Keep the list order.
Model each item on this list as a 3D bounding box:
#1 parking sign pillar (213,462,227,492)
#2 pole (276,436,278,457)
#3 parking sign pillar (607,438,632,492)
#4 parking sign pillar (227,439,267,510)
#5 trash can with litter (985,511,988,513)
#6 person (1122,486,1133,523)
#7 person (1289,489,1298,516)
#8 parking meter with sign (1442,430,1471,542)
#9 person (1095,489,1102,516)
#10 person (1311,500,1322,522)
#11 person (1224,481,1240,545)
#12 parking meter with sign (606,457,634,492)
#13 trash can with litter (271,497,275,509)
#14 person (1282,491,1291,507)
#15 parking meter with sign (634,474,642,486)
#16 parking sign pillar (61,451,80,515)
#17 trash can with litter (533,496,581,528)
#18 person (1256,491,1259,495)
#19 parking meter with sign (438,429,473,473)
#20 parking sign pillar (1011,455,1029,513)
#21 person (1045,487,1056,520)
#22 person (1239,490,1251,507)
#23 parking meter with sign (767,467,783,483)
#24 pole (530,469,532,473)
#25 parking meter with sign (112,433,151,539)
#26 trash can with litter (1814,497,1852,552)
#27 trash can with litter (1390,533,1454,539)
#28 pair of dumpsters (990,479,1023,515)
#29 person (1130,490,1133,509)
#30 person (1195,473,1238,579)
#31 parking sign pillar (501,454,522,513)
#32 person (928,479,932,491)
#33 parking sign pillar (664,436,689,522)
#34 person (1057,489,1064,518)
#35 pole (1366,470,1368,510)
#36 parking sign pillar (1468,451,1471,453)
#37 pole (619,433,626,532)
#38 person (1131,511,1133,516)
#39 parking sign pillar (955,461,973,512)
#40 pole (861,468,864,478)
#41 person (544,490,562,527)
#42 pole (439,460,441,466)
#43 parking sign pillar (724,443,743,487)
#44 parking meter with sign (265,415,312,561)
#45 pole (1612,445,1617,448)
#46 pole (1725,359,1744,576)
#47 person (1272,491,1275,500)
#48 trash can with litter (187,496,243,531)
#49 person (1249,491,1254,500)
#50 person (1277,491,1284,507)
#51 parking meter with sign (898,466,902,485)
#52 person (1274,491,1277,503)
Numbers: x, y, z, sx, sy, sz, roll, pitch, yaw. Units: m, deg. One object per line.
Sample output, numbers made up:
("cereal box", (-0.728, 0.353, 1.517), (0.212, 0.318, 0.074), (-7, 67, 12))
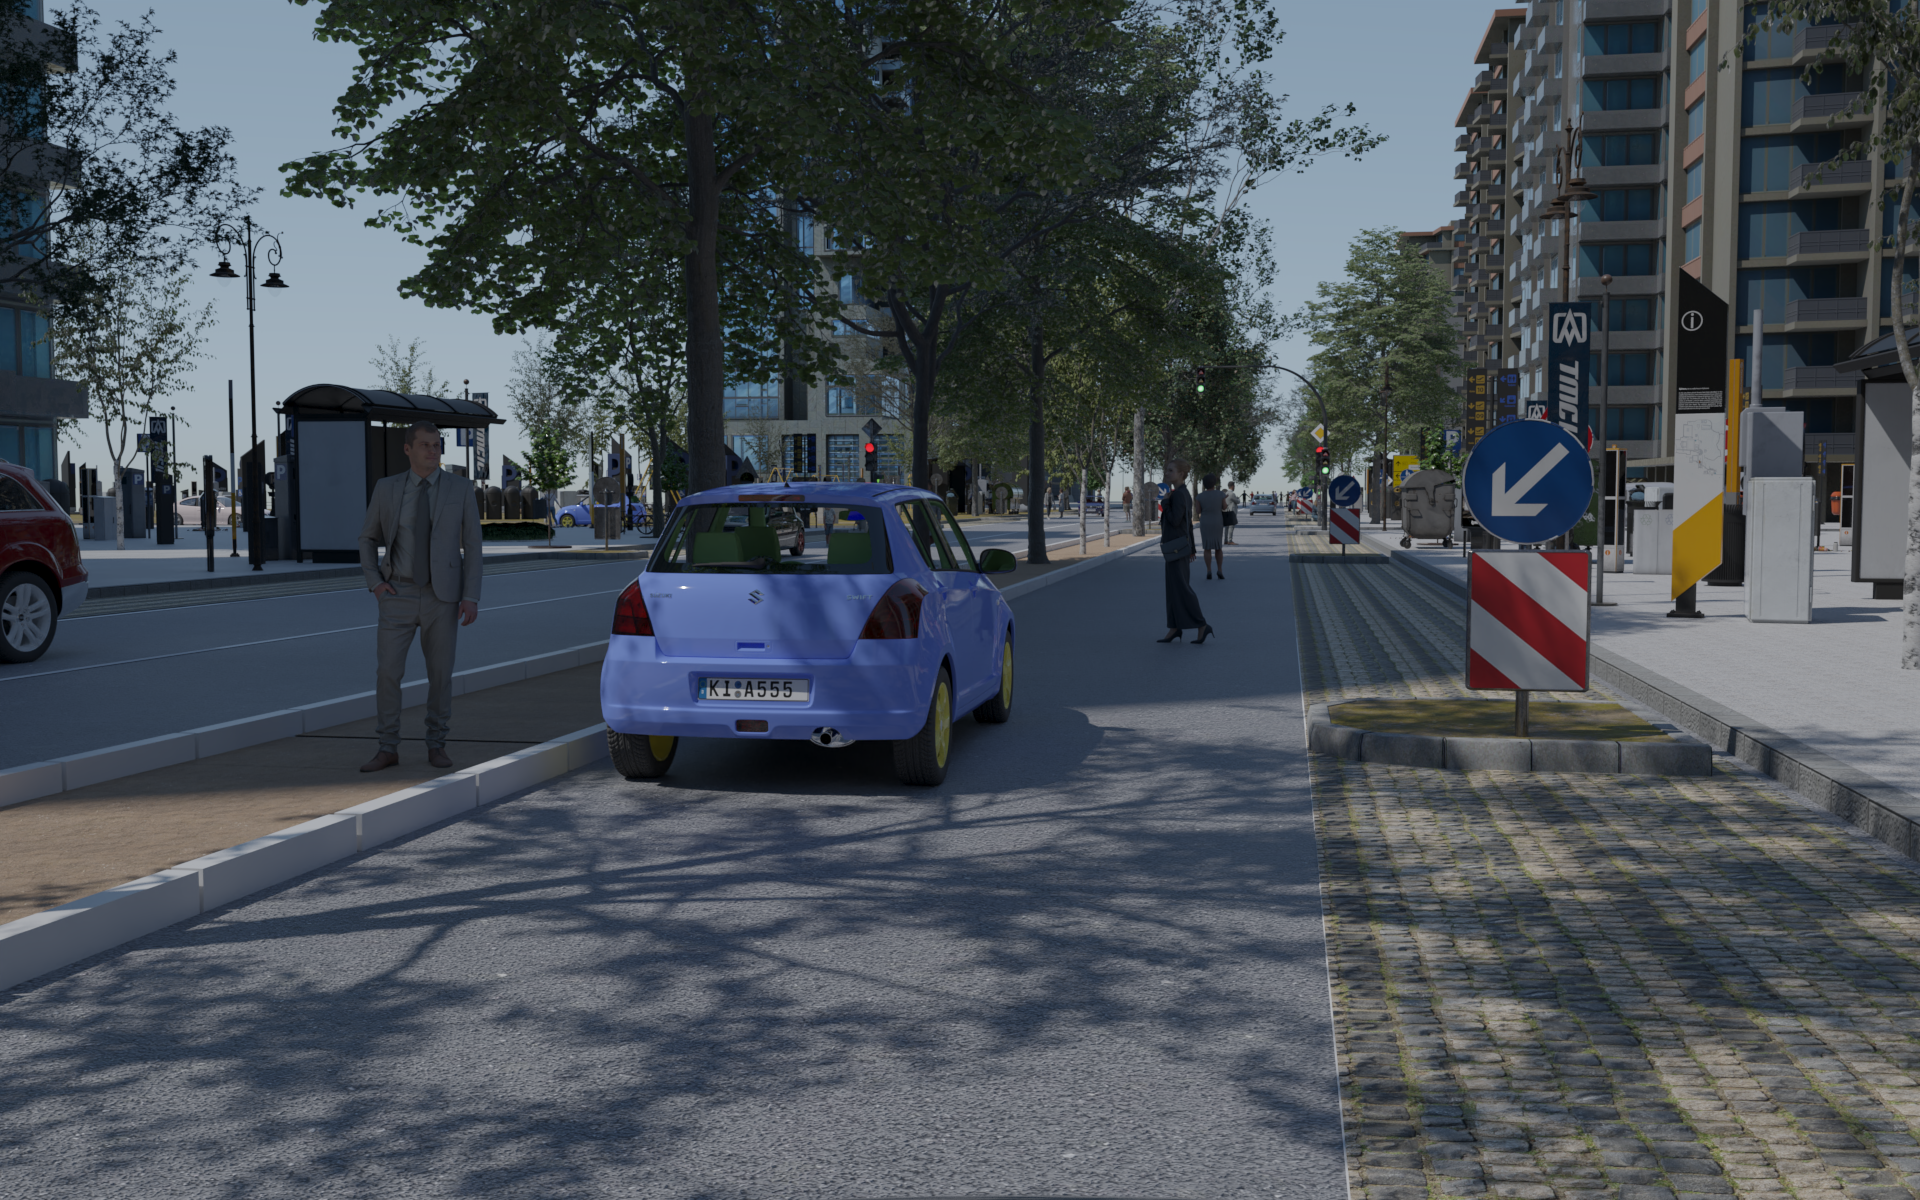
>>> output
("parking sign pillar", (-56.616, -8.793, 132.244), (1.447, 3.967, 1.447), (-2, 4, -29))
("pole", (-23.896, -4.095, 60.790), (0.158, 3.312, 0.155), (0, 3, 0))
("parking sign pillar", (-16.309, -5.783, 83.027), (1.447, 3.967, 1.447), (3, 4, 37))
("parking sign pillar", (-34.807, -5.911, 85.113), (1.447, 3.967, 1.447), (2, 4, 34))
("trash can with litter", (2.082, -6.531, 117.836), (1.678, 1.210, 2.233), (-1, 4, -15))
("person", (8.441, -4.824, 87.352), (0.573, 1.828, 0.580), (0, 4, 4))
("person", (22.217, -6.490, 115.203), (0.643, 1.750, 0.593), (-3, 5, -43))
("parking meter with sign", (13.549, -3.059, 46.272), (0.543, 3.016, 1.738), (-1, 4, -15))
("person", (9.192, -6.474, 114.898), (0.519, 1.759, 0.362), (-3, 5, -42))
("person", (18.458, -4.594, 89.114), (0.738, 1.151, 1.012), (2, 4, 24))
("person", (7.717, -2.462, 48.932), (0.466, 1.800, 0.511), (-2, 4, -29))
("parking meter with sign", (-16.393, -5.217, 81.562), (1.738, 3.016, 0.543), (1, 4, 17))
("trash can with litter", (-26.808, -3.379, 66.299), (2.233, 1.210, 1.678), (-3, 5, -40))
("person", (32.211, -9.848, 170.233), (1.217, 1.735, 0.721), (0, 4, 1))
("parking meter with sign", (-27.939, -9.273, 147.867), (0.543, 3.016, 1.738), (2, 4, 35))
("parking sign pillar", (-55.667, -7.319, 108.143), (1.447, 3.967, 1.447), (-3, 5, -45))
("trash can with litter", (-15.556, -3.344, 65.731), (2.233, 1.210, 1.678), (-1, 4, -9))
("person", (30.560, -10.288, 177.433), (1.217, 1.743, 0.721), (-1, 4, -15))
("parking meter with sign", (-12.924, -2.956, 44.599), (0.543, 3.016, 1.738), (-2, 4, -33))
("parking sign pillar", (4.251, -8.051, 120.101), (1.447, 3.967, 1.447), (3, 4, 37))
("person", (5.067, -5.410, 97.130), (0.709, 1.800, 0.728), (-1, 4, -14))
("person", (30.459, -10.844, 185.424), (1.348, 1.869, 0.705), (-1, 4, -8))
("parking meter with sign", (-12.307, -7.178, 113.614), (0.543, 3.016, 1.738), (-3, 5, -42))
("pole", (-25.958, -6.778, 104.664), (0.158, 3.312, 0.155), (0, 3, 0))
("parking meter with sign", (-24.045, -3.309, 50.355), (1.738, 3.016, 0.543), (3, 4, 36))
("trash can with litter", (19.314, -1.731, 39.359), (1.678, 1.210, 2.233), (0, 4, 0))
("trash can with litter", (13.616, -2.359, 49.620), (2.233, 1.210, 1.678), (3, 5, 41))
("pair of dumpsters", (2.905, -6.493, 108.646), (1.574, 2.255, 4.437), (1, 4, 10))
("person", (15.780, -9.314, 160.654), (0.709, 1.838, 0.599), (0, 4, -1))
("person", (4.317, -1.240, 29.136), (0.716, 1.782, 0.532), (0, 4, 8))
("parking sign pillar", (-30.247, -7.851, 116.839), (1.447, 3.967, 1.447), (1, 4, 11))
("person", (-0.680, -1.552, 34.621), (0.466, 1.731, 0.760), (-3, 5, -45))
("parking sign pillar", (-12.894, -5.569, 79.532), (1.447, 3.967, 1.447), (-3, 5, -39))
("person", (6.070, -5.872, 105.077), (0.524, 1.755, 0.480), (2, 4, 26))
("pole", (32.728, -8.878, 138.998), (0.158, 3.312, 0.155), (0, 3, 0))
("parking sign pillar", (31.339, -7.157, 105.491), (1.447, 3.967, 1.447), (3, 4, 37))
("pole", (-11.342, -3.938, 58.228), (0.158, 3.312, 0.155), (0, 3, 0))
("person", (11.876, -6.520, 115.326), (0.699, 1.804, 1.509), (3, 4, 39))
("parking sign pillar", (0.262, -8.166, 121.994), (1.447, 3.967, 1.447), (-2, 4, -29))
("pole", (-7.722, -8.745, 136.816), (0.158, 3.312, 0.155), (0, 3, 0))
("person", (-16.096, -3.637, 68.639), (0.598, 1.740, 0.731), (3, 5, 43))
("pole", (-28.460, -6.172, 94.755), (0.158, 3.312, 0.155), (0, 3, 0))
("parking sign pillar", (-11.484, -6.054, 87.451), (1.447, 3.967, 1.447), (3, 5, 41))
("parking meter with sign", (-13.041, -2.301, 33.890), (0.543, 3.016, 1.738), (2, 4, 27))
("pole", (26.987, -4.749, 71.485), (0.158, 3.312, 0.155), (0, 3, 0))
("pole", (11.754, -1.986, 26.308), (0.158, 3.312, 0.155), (0, 3, 0))
("person", (30.728, -9.893, 170.776), (0.750, 1.759, 0.617), (1, 4, 17))
("trash can with litter", (-26.064, -3.016, 60.374), (1.678, 1.210, 2.233), (0, 4, -2))
("person", (38.899, -13.587, 230.587), (1.348, 1.831, 0.705), (-3, 4, -37))
("person", (36.330, -11.407, 195.726), (1.217, 1.735, 0.721), (-1, 4, -13))
("parking meter with sign", (-4.552, -6.849, 108.246), (1.738, 3.016, 0.543), (1, 4, 12))
("person", (40.976, -13.277, 225.442), (0.709, 1.838, 0.599), (-3, 5, -40))
